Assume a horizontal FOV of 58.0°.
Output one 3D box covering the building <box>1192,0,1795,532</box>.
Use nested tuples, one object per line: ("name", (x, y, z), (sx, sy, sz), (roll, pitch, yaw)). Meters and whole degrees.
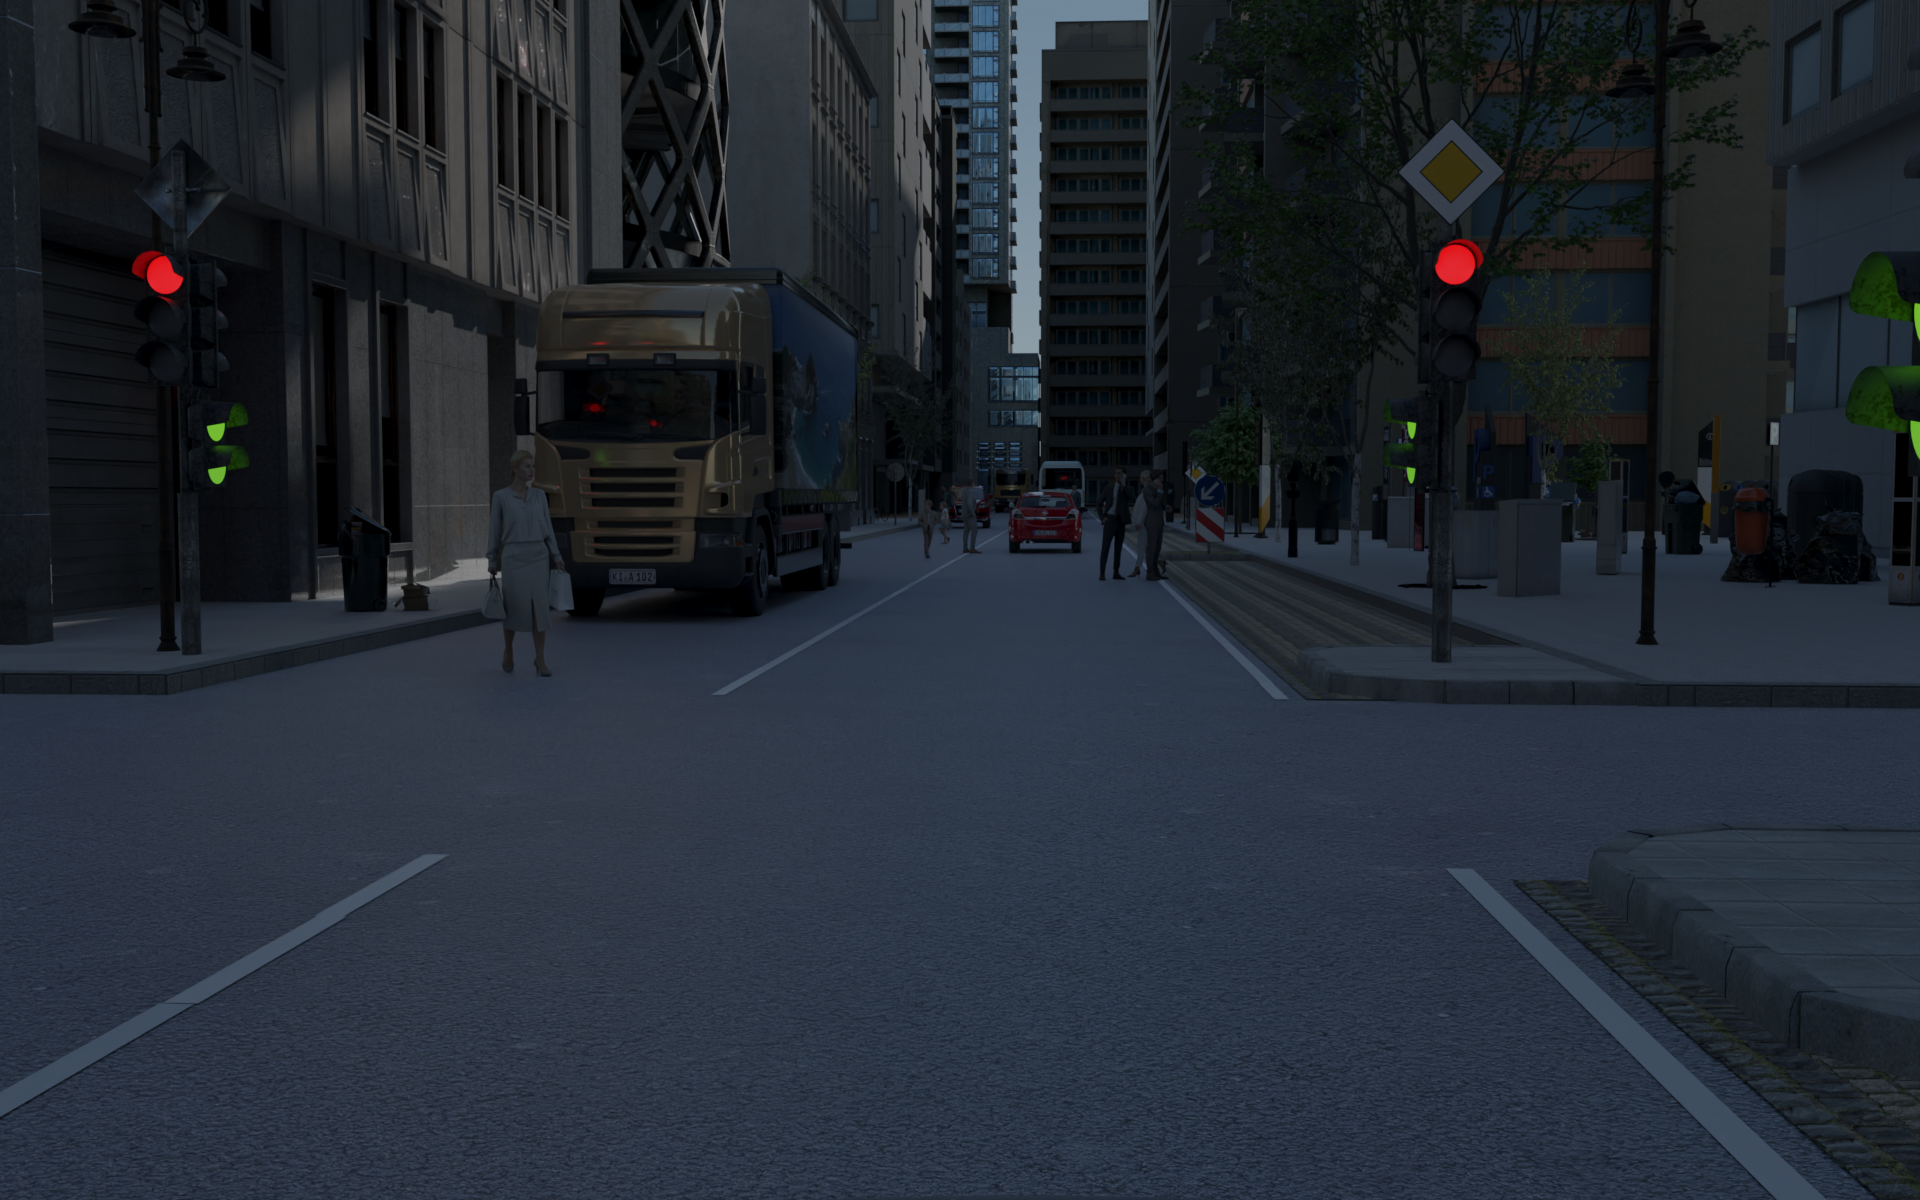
("building", (21.553, -25.532, 72.068), (22.147, 44.769, 28.867), (0, 4, 4))

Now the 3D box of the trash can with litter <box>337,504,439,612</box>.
("trash can with litter", (-6.301, -0.470, 19.079), (1.055, 1.170, 0.624), (-1, 4, -18))

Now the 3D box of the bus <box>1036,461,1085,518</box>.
("bus", (6.004, -6.666, 103.842), (2.948, 3.499, 13.247), (0, 4, 2))

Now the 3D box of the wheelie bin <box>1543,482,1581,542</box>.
("wheelie bin", (16.061, -2.342, 46.202), (0.980, 1.594, 0.693), (2, 4, 29))

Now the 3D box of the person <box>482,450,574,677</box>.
("person", (-3.444, -0.300, 13.764), (0.694, 1.780, 0.624), (-1, 4, -18))

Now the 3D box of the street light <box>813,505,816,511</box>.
("street light", (-4.267, -4.770, 50.782), (0.468, 5.910, 1.993), (0, 4, 4))

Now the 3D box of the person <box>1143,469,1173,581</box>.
("person", (3.300, -1.250, 28.744), (0.447, 1.846, 0.655), (2, 4, 24))

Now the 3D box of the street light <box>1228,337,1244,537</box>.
("street light", (8.184, -4.792, 51.133), (0.468, 5.910, 1.993), (0, 4, 4))

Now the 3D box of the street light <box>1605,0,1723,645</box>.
("street light", (5.867, -2.558, 14.614), (0.468, 5.910, 1.993), (0, 4, 4))

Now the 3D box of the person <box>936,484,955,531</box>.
("person", (-0.597, -3.545, 66.452), (0.713, 1.824, 0.794), (2, 4, 24))

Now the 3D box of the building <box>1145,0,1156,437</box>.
("building", (29.930, -34.146, 147.532), (28.713, 52.752, 27.495), (0, 4, 4))

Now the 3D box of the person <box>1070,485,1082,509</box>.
("person", (4.735, -3.883, 72.168), (0.661, 1.801, 0.590), (3, 5, 44))

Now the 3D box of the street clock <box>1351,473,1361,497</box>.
("street clock", (12.693, -3.119, 55.566), (0.358, 2.002, 0.471), (2, 4, 25))

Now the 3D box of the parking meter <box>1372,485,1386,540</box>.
("parking meter", (11.800, -2.470, 48.800), (0.372, 1.533, 0.369), (0, 3, 0))

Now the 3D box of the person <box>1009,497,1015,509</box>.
("person", (2.611, -4.501, 86.369), (0.394, 1.301, 0.425), (-3, 4, -36))

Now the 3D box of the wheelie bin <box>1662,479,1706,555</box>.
("wheelie bin", (15.380, -1.769, 36.828), (0.693, 1.594, 0.980), (-1, 4, -13))

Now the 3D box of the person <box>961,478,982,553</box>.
("person", (0.226, -2.039, 41.939), (0.391, 1.810, 0.635), (-2, 4, -28))

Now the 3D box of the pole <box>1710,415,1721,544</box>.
("pole", (19.531, -3.115, 44.774), (0.158, 3.312, 0.155), (0, 3, 0))

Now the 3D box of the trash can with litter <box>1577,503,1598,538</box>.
("trash can with litter", (18.585, -2.406, 50.720), (0.624, 1.170, 1.055), (-2, 4, -34))

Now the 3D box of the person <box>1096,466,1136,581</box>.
("person", (2.612, -1.288, 28.917), (0.648, 1.900, 0.474), (-1, 4, -10))

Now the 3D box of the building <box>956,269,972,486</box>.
("building", (-14.162, -18.721, 151.120), (28.899, 21.520, 27.650), (0, 4, 4))

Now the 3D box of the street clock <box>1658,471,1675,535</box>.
("street clock", (22.178, -3.048, 54.413), (0.471, 2.002, 0.358), (1, 4, 12))

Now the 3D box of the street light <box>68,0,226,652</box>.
("street light", (-6.482, -2.521, 14.004), (0.468, 5.910, 1.993), (0, 4, 4))

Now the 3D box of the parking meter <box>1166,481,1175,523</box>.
("parking meter", (9.491, -4.430, 78.148), (0.399, 1.863, 0.255), (0, 4, 4))

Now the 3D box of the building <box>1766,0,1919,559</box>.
("building", (30.156, -26.570, 23.666), (27.495, 52.752, 28.713), (0, 4, 4))

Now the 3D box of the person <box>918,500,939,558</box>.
("person", (-0.703, -1.595, 38.844), (0.475, 1.303, 0.640), (-1, 4, -18))

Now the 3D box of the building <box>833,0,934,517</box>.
("building", (-15.926, -31.401, 102.643), (28.713, 52.752, 27.495), (0, 4, 4))

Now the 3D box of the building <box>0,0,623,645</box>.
("building", (-13.275, -12.612, 24.232), (12.078, 24.808, 19.932), (0, 4, 4))

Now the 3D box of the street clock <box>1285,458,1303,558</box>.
("street clock", (6.737, -1.861, 35.000), (0.358, 2.002, 0.471), (1, 4, 17))

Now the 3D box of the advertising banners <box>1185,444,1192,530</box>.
("advertising banners", (8.150, -4.004, 61.650), (0.090, 3.025, 2.074), (0, 4, 3))

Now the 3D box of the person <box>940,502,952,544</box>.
("person", (-0.383, -2.197, 49.436), (0.382, 1.210, 0.505), (0, 4, -8))

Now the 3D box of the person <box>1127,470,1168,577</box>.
("person", (3.263, -1.319, 29.948), (0.818, 1.842, 0.514), (-1, 4, -16))

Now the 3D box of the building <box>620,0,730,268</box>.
("building", (-14.507, -10.750, 43.210), (16.820, 18.784, 16.811), (0, 4, 4))

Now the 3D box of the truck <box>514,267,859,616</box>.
("truck", (-3.276, -2.132, 23.770), (2.839, 4.237, 11.283), (0, 4, 3))

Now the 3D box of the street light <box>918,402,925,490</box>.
("street light", (-1.929, -7.009, 87.377), (0.468, 5.910, 1.993), (0, 4, 4))

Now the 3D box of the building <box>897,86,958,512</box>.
("building", (-7.673, -21.523, 123.601), (14.160, 30.474, 14.107), (0, 4, 4))

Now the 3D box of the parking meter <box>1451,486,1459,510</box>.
("parking meter", (15.516, -2.822, 54.547), (0.372, 1.533, 0.369), (0, 3, 0))

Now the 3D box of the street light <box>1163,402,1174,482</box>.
("street light", (10.504, -7.008, 87.371), (0.468, 5.910, 1.993), (0, 4, 4))

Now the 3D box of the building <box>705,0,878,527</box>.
("building", (-8.998, -13.307, 66.718), (9.793, 20.994, 18.267), (0, 4, 4))

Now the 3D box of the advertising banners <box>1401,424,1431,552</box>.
("advertising banners", (10.307, -2.604, 38.769), (0.090, 3.025, 2.074), (-1, 4, -10))

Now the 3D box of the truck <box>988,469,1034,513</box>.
("truck", (4.025, -8.432, 133.783), (3.469, 3.379, 9.791), (0, 4, 3))

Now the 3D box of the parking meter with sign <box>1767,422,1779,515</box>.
("parking meter with sign", (20.379, -2.777, 41.669), (1.738, 3.016, 0.543), (3, 5, 44))

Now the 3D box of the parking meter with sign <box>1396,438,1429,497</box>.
("parking meter with sign", (14.281, -3.525, 53.896), (1.738, 3.016, 0.543), (-3, 5, -42))
